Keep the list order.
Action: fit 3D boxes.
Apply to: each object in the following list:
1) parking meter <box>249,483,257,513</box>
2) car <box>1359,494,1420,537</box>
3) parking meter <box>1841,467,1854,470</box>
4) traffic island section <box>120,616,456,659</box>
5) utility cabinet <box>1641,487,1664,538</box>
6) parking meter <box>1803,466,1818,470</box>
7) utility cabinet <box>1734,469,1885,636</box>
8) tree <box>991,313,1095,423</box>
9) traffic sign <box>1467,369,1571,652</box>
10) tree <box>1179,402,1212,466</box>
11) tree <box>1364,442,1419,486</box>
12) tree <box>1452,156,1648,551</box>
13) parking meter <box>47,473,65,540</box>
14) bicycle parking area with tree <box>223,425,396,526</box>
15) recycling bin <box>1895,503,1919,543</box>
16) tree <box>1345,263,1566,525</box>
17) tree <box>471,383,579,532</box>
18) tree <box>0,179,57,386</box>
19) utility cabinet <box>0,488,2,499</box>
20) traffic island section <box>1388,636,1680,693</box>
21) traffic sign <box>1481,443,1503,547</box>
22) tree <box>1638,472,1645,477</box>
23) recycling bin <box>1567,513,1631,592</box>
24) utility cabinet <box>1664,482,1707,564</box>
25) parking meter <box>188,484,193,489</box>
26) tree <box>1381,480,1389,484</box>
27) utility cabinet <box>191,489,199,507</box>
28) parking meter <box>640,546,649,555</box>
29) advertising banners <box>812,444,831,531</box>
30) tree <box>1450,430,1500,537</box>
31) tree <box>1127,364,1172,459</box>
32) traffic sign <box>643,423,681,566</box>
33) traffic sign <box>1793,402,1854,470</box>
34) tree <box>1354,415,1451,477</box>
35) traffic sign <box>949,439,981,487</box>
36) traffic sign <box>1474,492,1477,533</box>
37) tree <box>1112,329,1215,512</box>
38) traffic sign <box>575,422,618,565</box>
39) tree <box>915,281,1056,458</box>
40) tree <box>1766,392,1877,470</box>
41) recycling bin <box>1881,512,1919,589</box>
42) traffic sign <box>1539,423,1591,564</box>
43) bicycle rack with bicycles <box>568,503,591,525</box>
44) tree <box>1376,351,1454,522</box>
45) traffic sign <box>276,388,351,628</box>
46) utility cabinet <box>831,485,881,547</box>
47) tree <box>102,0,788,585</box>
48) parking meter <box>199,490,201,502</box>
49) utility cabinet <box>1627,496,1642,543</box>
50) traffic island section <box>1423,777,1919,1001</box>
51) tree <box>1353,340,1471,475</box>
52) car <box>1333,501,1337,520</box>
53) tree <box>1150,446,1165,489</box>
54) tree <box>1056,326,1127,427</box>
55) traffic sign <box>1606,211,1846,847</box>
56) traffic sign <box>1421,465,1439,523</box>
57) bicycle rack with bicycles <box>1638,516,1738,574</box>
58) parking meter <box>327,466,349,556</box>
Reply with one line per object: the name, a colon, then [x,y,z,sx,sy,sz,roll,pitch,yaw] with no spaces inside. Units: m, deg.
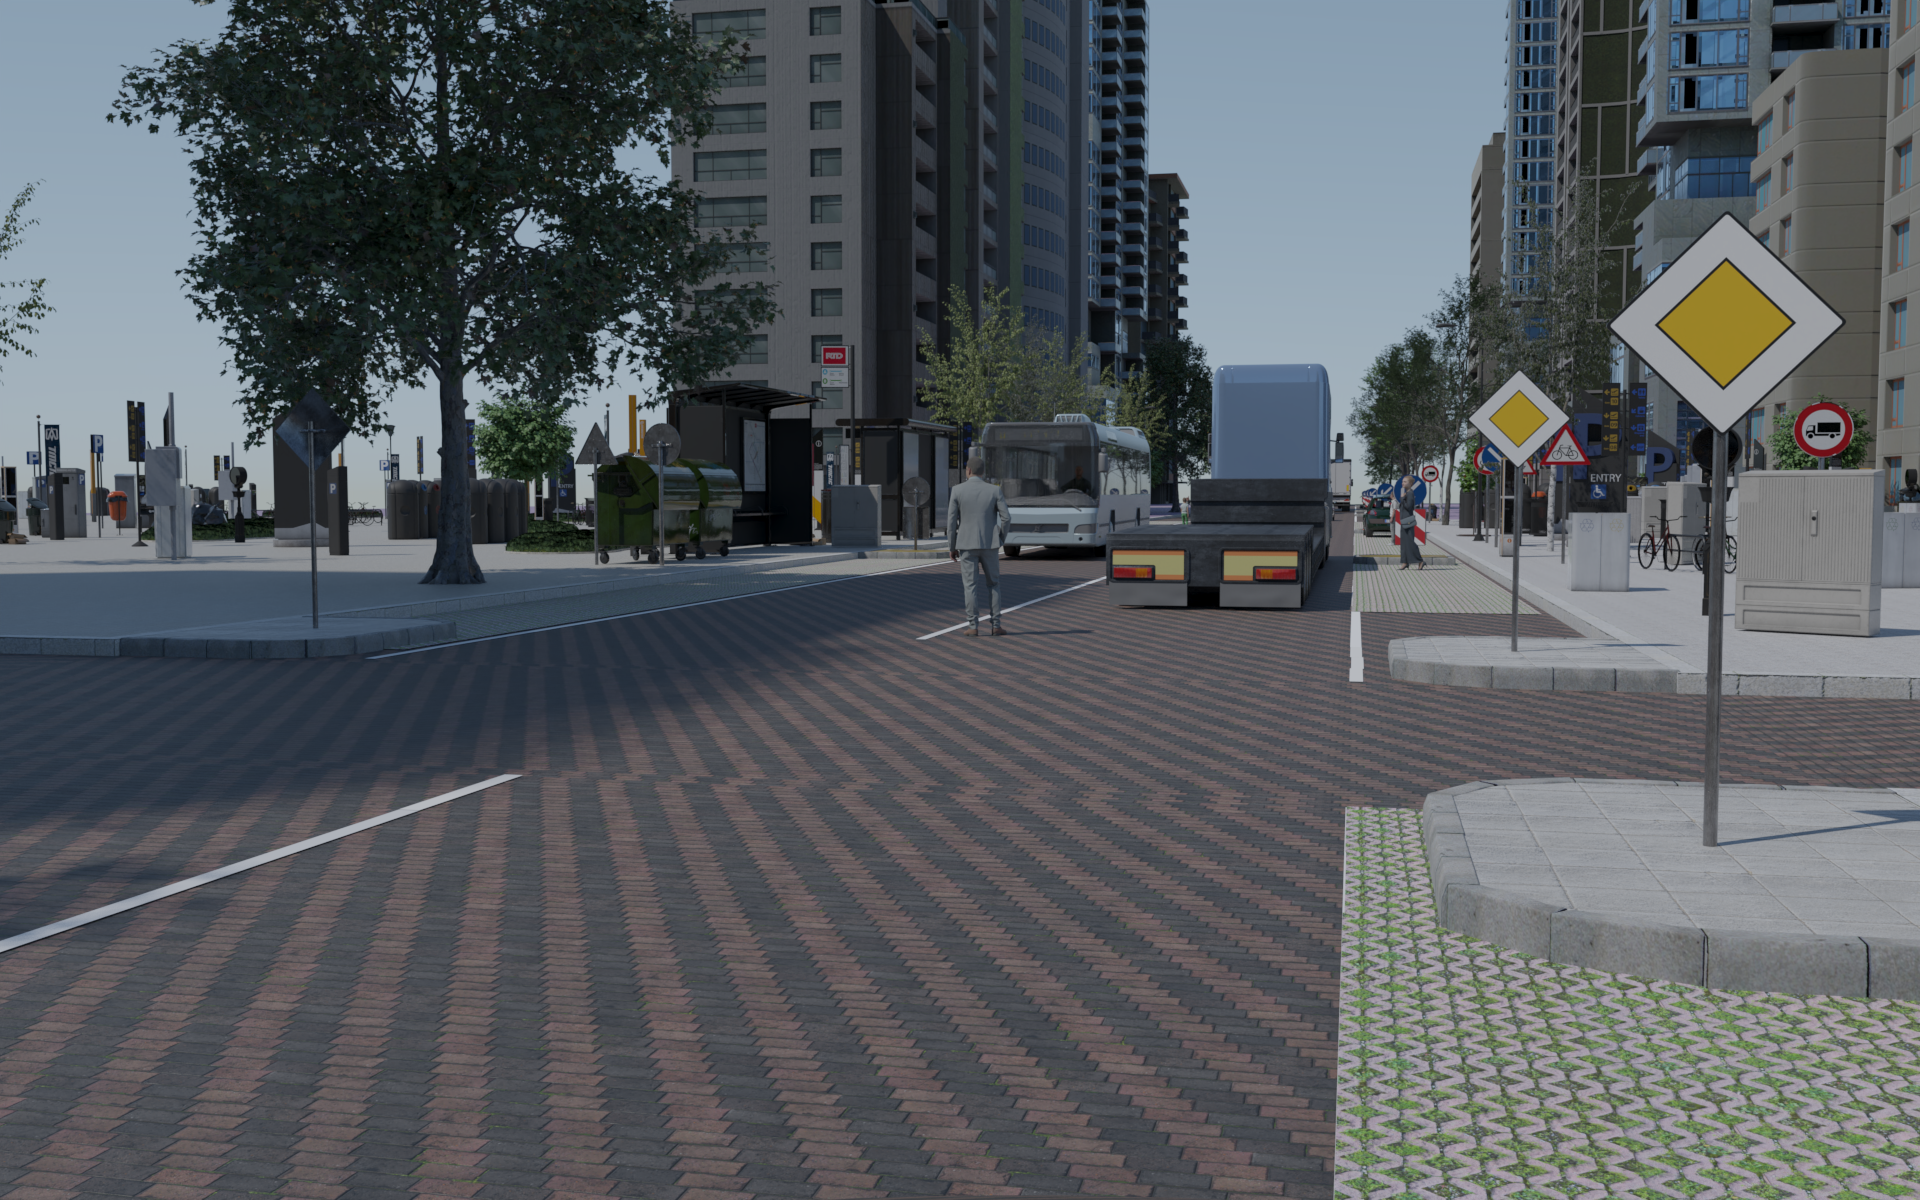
parking meter: [-36.522,-5.124,89.480,0.255,1.863,0.399,-3,5,-42]
car: [14.446,-2.956,58.118,2.009,1.686,4.222,1,4,11]
parking meter: [19.089,-1.944,37.490,0.399,1.863,0.255,0,4,6]
traffic island section: [-6.180,0.350,16.554,2.009,0.180,2.903,1,4,13]
utility cabinet: [20.474,-2.552,50.397,1.173,1.500,0.318,0,4,5]
parking meter: [17.750,-1.853,36.013,0.399,1.863,0.255,0,4,7]
utility cabinet: [7.767,-0.440,15.869,0.318,1.500,1.173,-3,5,-44]
tree: [3.048,-7.329,70.199,4.360,8.622,3.978,0,3,0]
traffic sign: [4.510,-0.636,14.039,0.795,2.450,0.064,1,4,13]
tree: [24.064,-14.532,163.361,9.928,11.665,9.643,0,3,0]
tree: [56.653,-18.843,226.203,7.486,12.596,7.792,0,3,0]
tree: [13.277,-5.406,38.743,4.360,8.622,3.978,0,3,0]
parking meter: [-25.140,-2.597,48.169,0.399,1.863,0.255,3,4,36]
bicycle parking area with tree: [-25.909,-5.267,73.112,9.016,4.147,8.231,-3,5,-45]
recycling bin: [26.532,-2.165,47.954,0.722,1.027,0.722,0,4,-6]
tree: [20.119,-8.322,70.479,8.767,10.594,7.601,-3,4,-38]
tree: [-12.578,-4.051,49.948,4.285,4.588,4.351,0,3,0]
tree: [-18.670,-4.922,30.833,4.737,8.622,4.395,0,3,0]
utility cabinet: [-34.887,-3.307,62.750,0.318,1.500,1.173,3,5,43]
traffic island section: [4.535,0.500,14.111,2.009,0.180,2.903,1,4,13]
traffic sign: [12.902,-2.538,41.600,0.768,2.556,0.104,1,4,20]
tree: [32.637,-5.321,81.594,1.663,3.219,1.824,0,3,0]
recycling bin: [8.500,-0.642,23.055,0.722,1.027,0.722,1,4,15]
utility cabinet: [13.241,-1.399,31.551,0.318,1.500,1.173,3,5,42]
parking meter: [-44.998,-5.851,101.370,0.255,1.863,0.399,-2,4,-25]
tree: [52.629,-13.491,215.171,1.663,3.219,1.824,0,3,0]
utility cabinet: [-36.776,-4.516,82.522,1.173,1.500,0.318,2,4,28]
parking meter: [-6.655,-1.897,36.734,0.255,1.863,0.399,-1,4,-9]
advertising banners: [-4.516,-3.868,59.437,2.074,3.025,0.090,1,4,15]
tree: [15.559,-3.534,52.385,1.663,3.219,1.824,0,3,0]
tree: [9.739,-9.077,98.766,4.737,8.622,4.395,0,3,0]
traffic sign: [-5.348,-1.890,31.001,0.768,2.556,0.104,1,4,21]
traffic sign: [11.935,-1.463,24.019,0.768,2.556,0.104,1,4,13]
tree: [44.357,-16.058,172.925,12.009,13.543,11.850,0,3,0]
traffic sign: [0.576,-4.292,64.039,2.265,3.308,0.079,1,4,17]
traffic sign: [17.022,-3.494,57.123,0.884,2.594,0.081,1,4,18]
tree: [15.029,-12.485,121.137,9.611,12.733,9.660,0,3,0]
traffic sign: [-6.578,-1.914,31.293,0.884,2.594,0.081,1,4,19]
tree: [0.624,-6.660,59.261,4.737,8.622,4.395,0,3,0]
tree: [27.650,-4.398,55.628,4.285,4.588,4.351,0,3,0]
recycling bin: [12.751,-0.690,23.830,0.722,1.027,0.722,0,4,-6]
traffic sign: [11.075,-1.941,31.738,0.884,2.594,0.081,1,4,21]
bicycle rack with bicycles: [-15.142,-3.559,71.572,2.852,0.926,2.925,1,4,22]
tree: [22.088,-7.938,80.156,4.360,8.622,3.978,0,3,0]
traffic sign: [-6.156,-0.786,16.487,0.795,2.450,0.064,1,4,13]
utility cabinet: [-2.502,-2.021,41.729,1.173,1.500,0.318,1,4,15]
tree: [-7.309,-6.591,24.772,9.611,12.733,9.660,0,3,0]
parking meter: [-38.347,-4.813,87.101,0.372,1.533,0.369,0,3,0]
utility cabinet: [17.440,-2.116,45.766,1.020,1.237,0.306,1,4,12]
traffic island section: [2.757,0.976,6.326,2.009,0.180,2.903,1,4,13]
tree: [30.310,-11.648,116.203,9.928,11.665,9.643,0,3,0]
car: [19.268,-5.109,93.318,2.009,1.686,4.222,1,4,15]
tree: [11.028,-7.458,105.658,4.285,4.588,4.351,0,3,0]
tree: [4.690,-7.733,76.800,4.737,8.622,4.395,0,3,0]
traffic sign: [2.733,-0.160,6.254,0.795,2.450,0.064,1,4,13]
traffic sign: [20.661,-4.651,76.148,0.768,2.556,0.104,1,4,15]
bicycle rack with bicycles: [12.668,-0.913,28.305,2.852,0.926,2.925,0,4,4]
parking meter: [-12.987,-1.863,36.165,0.399,1.863,0.255,2,4,33]
